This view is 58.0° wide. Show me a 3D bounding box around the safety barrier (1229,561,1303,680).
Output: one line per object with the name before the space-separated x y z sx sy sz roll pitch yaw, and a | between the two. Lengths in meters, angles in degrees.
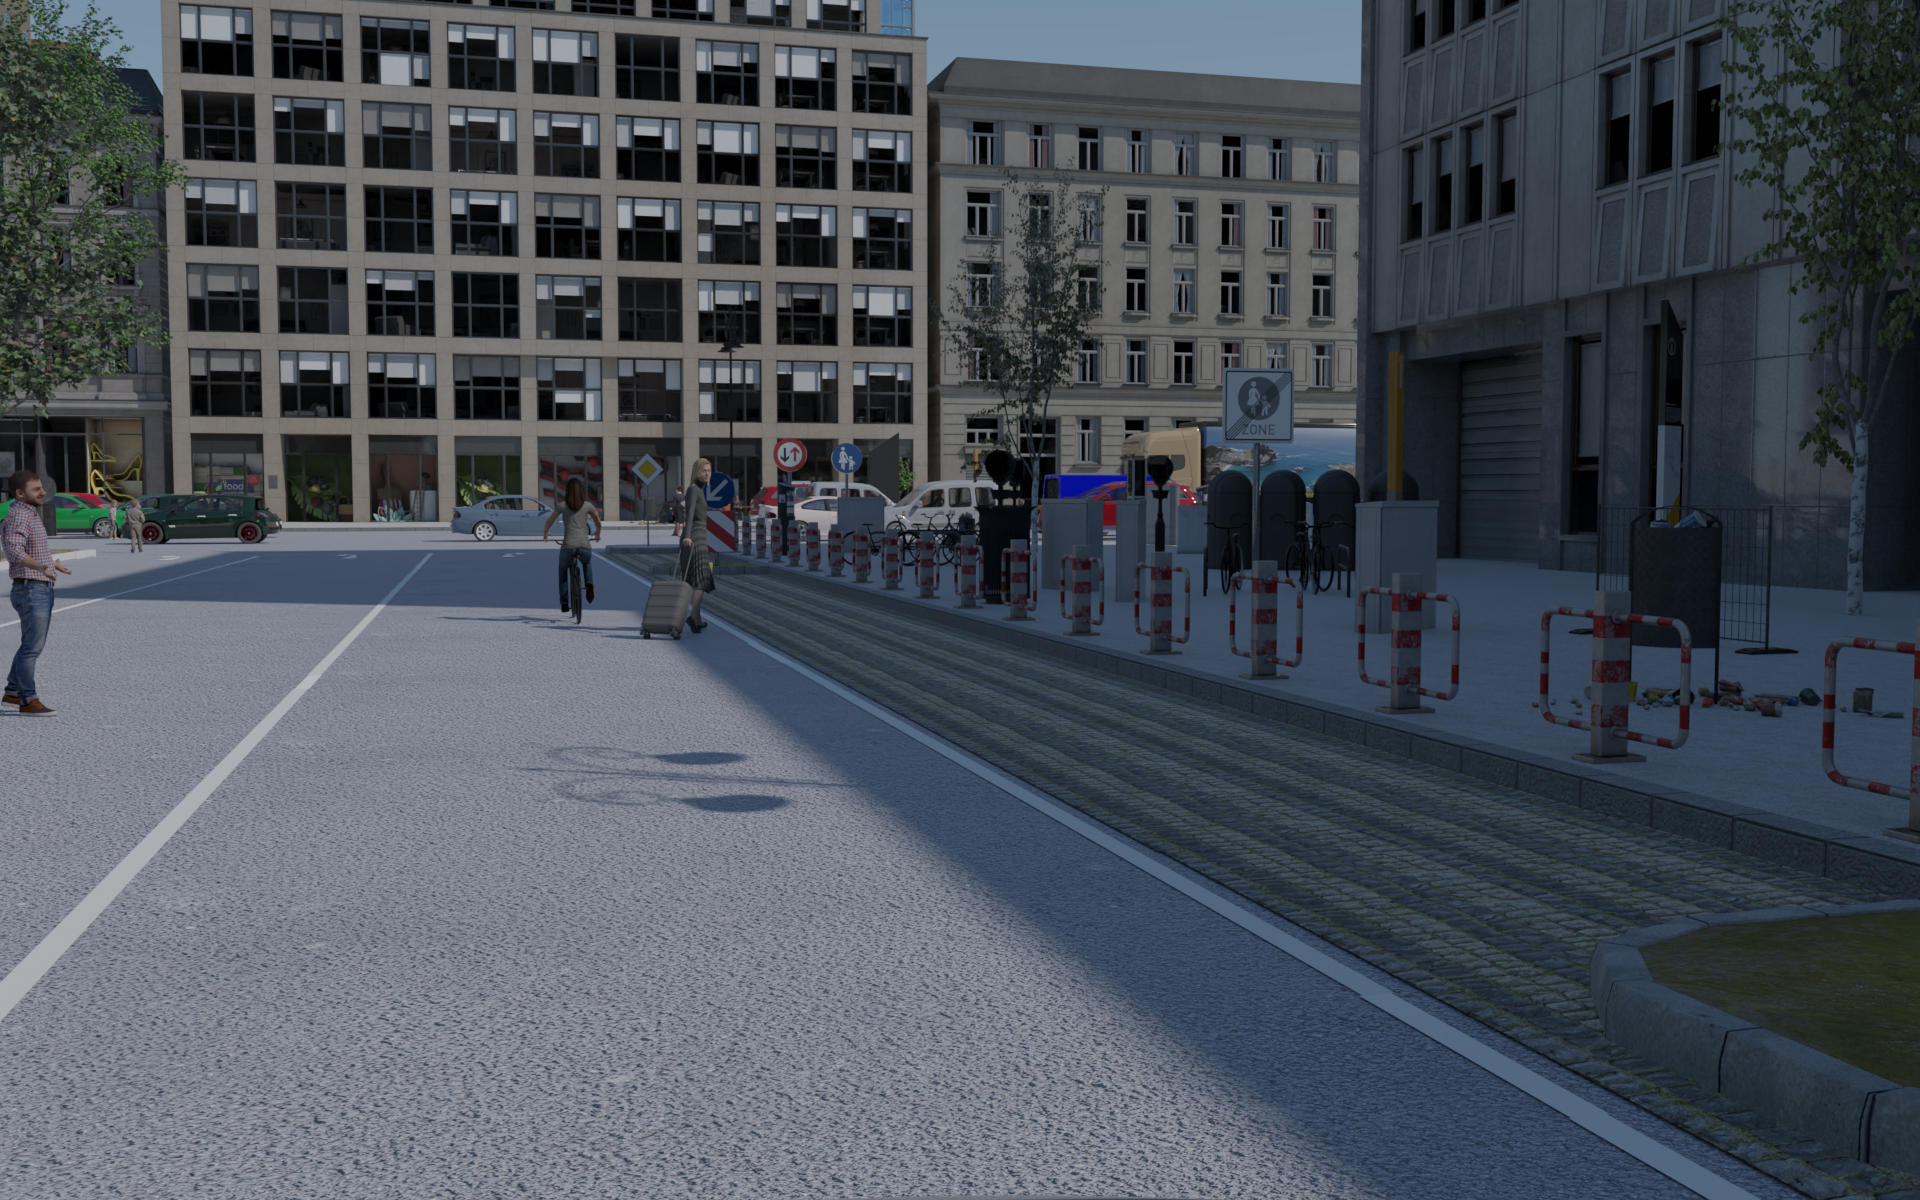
safety barrier | 2.116 0.137 12.028 0.300 0.817 1.120 -1 4 -15

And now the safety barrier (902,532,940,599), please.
safety barrier | -0.408 -0.429 21.285 0.300 0.817 1.120 -1 4 -15

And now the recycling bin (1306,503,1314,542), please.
recycling bin | 9.495 -2.066 46.340 0.722 1.027 0.722 -2 4 -26

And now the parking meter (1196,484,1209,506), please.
parking meter | 6.206 -2.190 44.214 0.372 1.533 0.369 0 3 0

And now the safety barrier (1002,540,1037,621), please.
safety barrier | 0.597 -0.202 17.585 0.300 0.817 1.120 -1 4 -15

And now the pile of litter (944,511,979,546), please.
pile of litter | 0.344 -1.723 42.138 1.719 0.858 1.176 -1 4 -22

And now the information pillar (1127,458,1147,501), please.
information pillar | 3.620 -1.895 35.479 0.304 2.012 0.304 -1 4 -18

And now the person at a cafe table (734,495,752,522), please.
person at a cafe table | -10.010 -4.160 78.873 1.698 1.238 1.726 -2 4 -25

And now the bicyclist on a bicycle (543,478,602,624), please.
bicyclist on a bicycle | -4.354 -0.584 19.566 1.499 1.676 1.625 -1 4 -16

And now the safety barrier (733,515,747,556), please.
safety barrier | -4.446 -1.335 36.104 0.300 0.817 1.120 -1 4 -15

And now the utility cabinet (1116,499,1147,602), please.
utility cabinet | 2.065 -0.600 20.976 0.306 1.237 1.020 1 4 11

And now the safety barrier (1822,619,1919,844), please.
safety barrier | 3.635 0.479 6.443 0.300 0.817 1.120 -1 4 -15

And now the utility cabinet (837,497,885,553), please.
utility cabinet | -2.177 -1.639 37.955 1.020 1.237 0.306 -1 4 -10

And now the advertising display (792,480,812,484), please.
advertising display | -7.312 -4.557 79.728 0.974 1.923 0.123 -1 4 -12

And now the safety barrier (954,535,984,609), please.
safety barrier | 0.095 -0.316 19.436 0.300 0.817 1.120 -1 4 -15

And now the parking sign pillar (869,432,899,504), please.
parking sign pillar | -3.322 -5.326 75.554 1.447 3.967 1.447 -1 4 -11

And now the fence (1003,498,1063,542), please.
fence | 1.780 -2.017 44.180 2.264 1.192 0.480 3 5 41

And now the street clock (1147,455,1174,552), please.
street clock | 3.728 -1.693 32.251 0.471 2.002 0.358 1 4 13

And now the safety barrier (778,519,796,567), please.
safety barrier | -2.932 -0.996 30.555 0.300 0.817 1.120 -1 4 -15

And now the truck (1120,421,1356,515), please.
truck | 11.184 -4.849 68.192 11.283 4.237 2.839 -1 4 -17

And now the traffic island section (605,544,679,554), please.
traffic island section | -7.636 -1.239 42.533 2.009 0.180 2.903 -1 4 -15

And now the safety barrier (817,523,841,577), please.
safety barrier | -1.924 -0.769 26.856 0.300 0.817 1.120 -1 4 -15

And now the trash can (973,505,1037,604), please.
trash can | 0.525 -0.530 20.319 0.748 1.137 0.748 0 3 0

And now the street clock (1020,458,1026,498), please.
street clock | 1.092 -1.844 34.719 0.358 2.002 0.471 3 4 36

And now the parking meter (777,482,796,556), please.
parking meter | -3.630 -1.700 36.205 0.372 1.533 0.369 0 3 0

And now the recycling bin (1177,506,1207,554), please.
recycling bin | 5.106 -1.528 37.544 0.722 1.027 0.722 1 4 15

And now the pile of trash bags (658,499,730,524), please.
pile of trash bags | -11.374 -4.027 75.594 3.447 1.369 1.912 -3 5 -42

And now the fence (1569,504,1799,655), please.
fence | 6.177 -0.226 14.906 0.480 1.192 2.264 -1 4 -18

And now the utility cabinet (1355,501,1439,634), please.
utility cabinet | 4.099 -0.313 16.280 0.306 1.237 1.020 3 5 45

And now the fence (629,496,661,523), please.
fence | -13.585 -4.034 77.165 2.264 1.192 0.480 -1 4 -19

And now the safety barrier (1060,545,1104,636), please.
safety barrier | 1.105 -0.089 15.730 0.300 0.817 1.120 -1 4 -15

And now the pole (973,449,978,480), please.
pole | 0.706 -5.195 78.780 0.158 3.312 0.155 0 3 0

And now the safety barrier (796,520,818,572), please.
safety barrier | -2.431 -0.883 28.705 0.300 0.817 1.120 -1 4 -15

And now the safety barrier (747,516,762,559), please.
safety barrier | -3.936 -1.222 34.256 0.300 0.817 1.120 -1 4 -15

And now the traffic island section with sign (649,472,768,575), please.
traffic island section with sign | -4.600 -1.391 31.364 1.989 1.847 2.006 -1 4 -15

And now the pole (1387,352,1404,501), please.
pole | 6.274 -1.904 24.975 0.158 3.312 0.155 0 3 0

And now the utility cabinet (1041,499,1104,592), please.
utility cabinet | 1.502 -0.734 23.163 0.306 1.237 1.020 -2 4 -34

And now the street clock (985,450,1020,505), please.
street clock | 0.663 -1.462 28.467 0.471 2.002 0.358 1 4 21

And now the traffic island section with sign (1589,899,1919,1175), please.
traffic island section with sign | 2.760 0.263 4.331 1.989 1.847 2.006 -1 4 -15

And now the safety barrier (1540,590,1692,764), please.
safety barrier | 3.125 0.364 8.318 0.300 0.817 1.120 -1 4 -15

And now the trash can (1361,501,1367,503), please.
trash can | 7.671 -1.329 33.380 0.748 1.137 0.748 0 3 0

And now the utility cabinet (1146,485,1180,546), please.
utility cabinet | 4.972 -2.098 42.984 0.318 1.500 1.173 -2 4 -31

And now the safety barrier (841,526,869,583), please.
safety barrier | -1.422 -0.656 25.006 0.300 0.817 1.120 -1 4 -15

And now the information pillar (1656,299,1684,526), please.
information pillar | 8.617 -1.817 21.056 0.504 3.616 0.183 -3 5 -44

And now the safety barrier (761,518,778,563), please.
safety barrier | -3.437 -1.109 32.404 0.300 0.817 1.120 -1 4 -15

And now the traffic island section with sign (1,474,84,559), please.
traffic island section with sign | -20.938 -1.898 39.173 2.006 1.907 1.989 -1 4 -15

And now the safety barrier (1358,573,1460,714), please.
safety barrier | 2.621 0.251 10.171 0.300 0.817 1.120 -1 4 -15

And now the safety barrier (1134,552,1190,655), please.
safety barrier | 1.612 0.024 13.878 0.300 0.817 1.120 -1 4 -15

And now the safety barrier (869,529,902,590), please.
safety barrier | -0.913 -0.543 23.147 0.300 0.817 1.120 -1 4 -15
